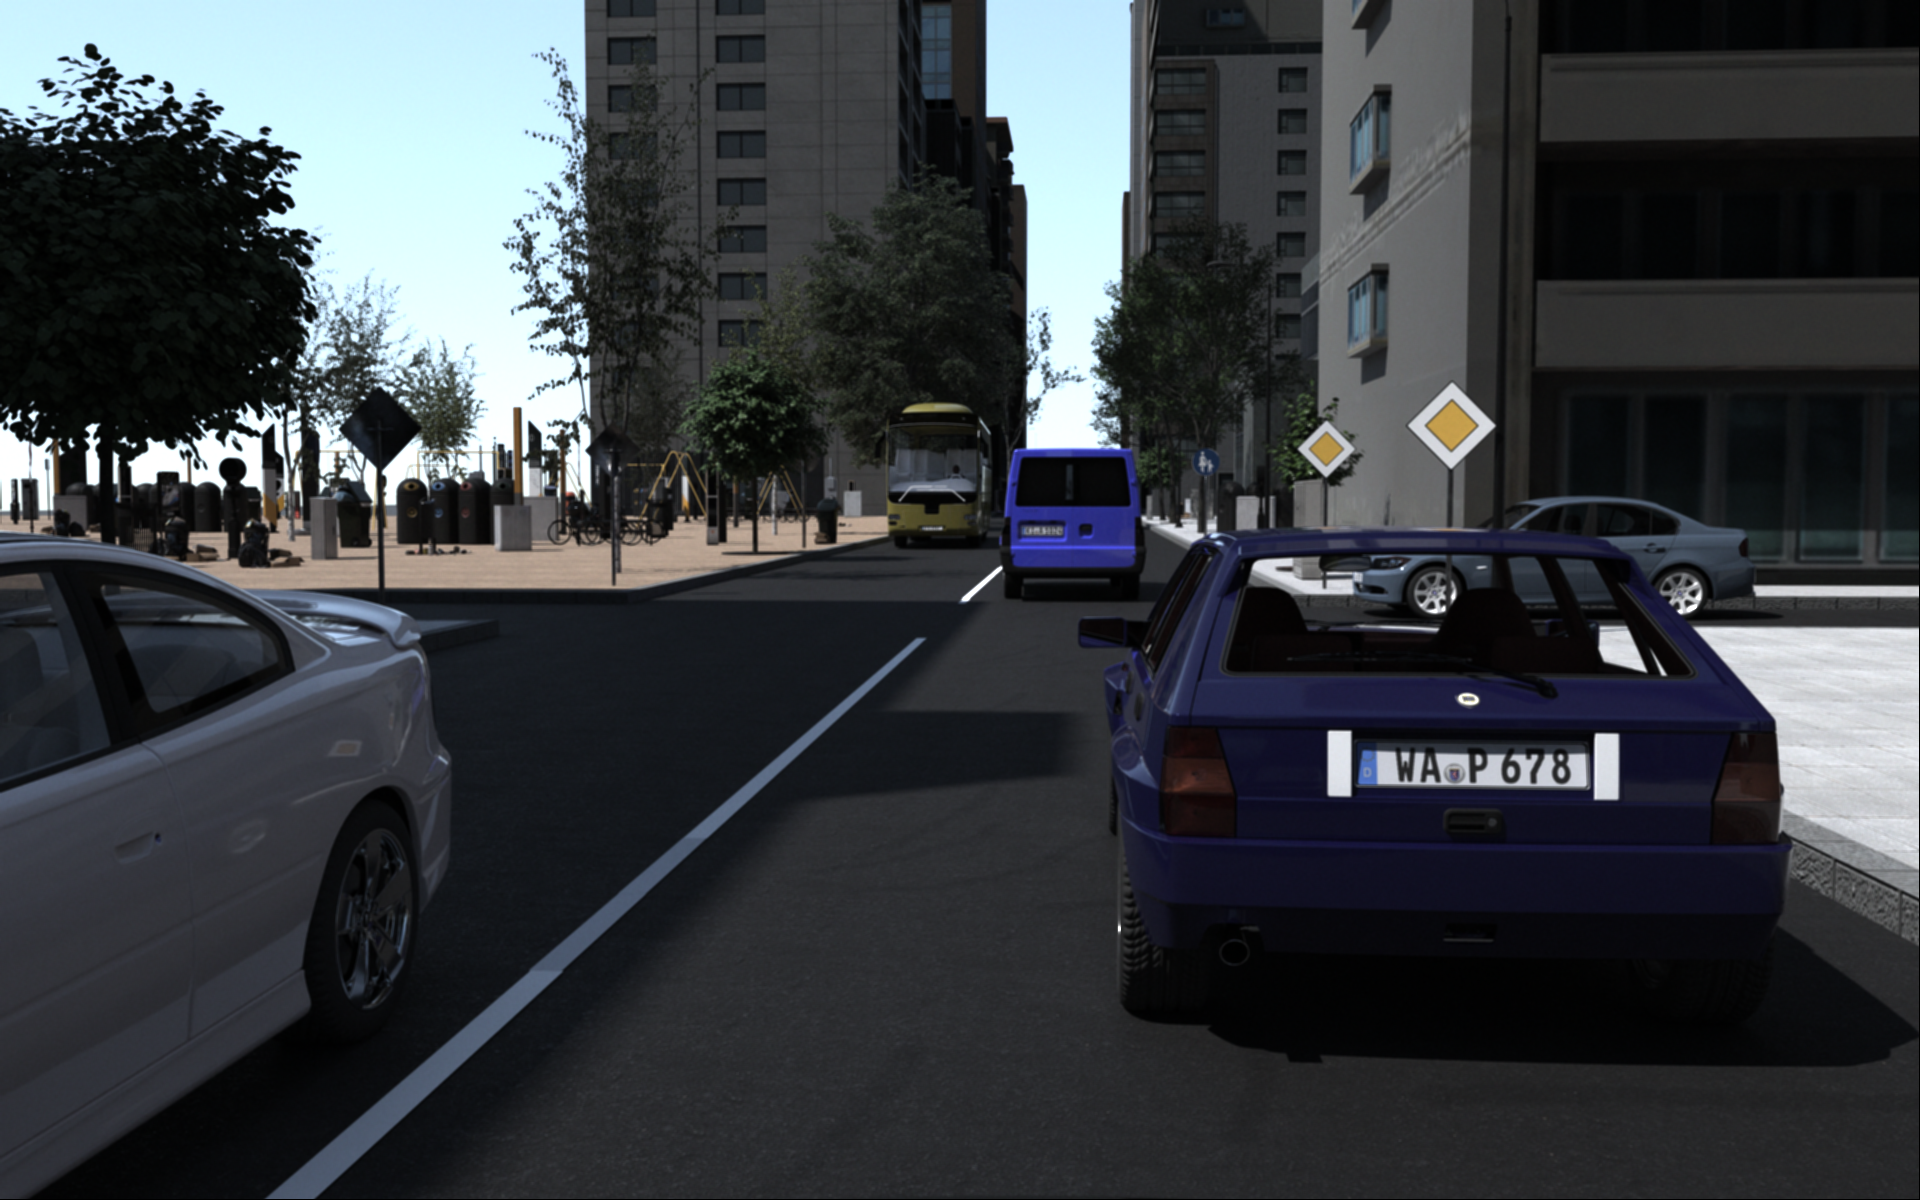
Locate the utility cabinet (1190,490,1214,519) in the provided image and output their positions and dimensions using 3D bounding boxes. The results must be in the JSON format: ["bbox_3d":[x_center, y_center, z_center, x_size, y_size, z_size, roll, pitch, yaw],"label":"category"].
[{"bbox_3d":[12.345,-4.866,88.236,1.173,1.500,0.318,2,4,24],"label":"utility cabinet"}]

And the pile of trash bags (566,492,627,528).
[{"bbox_3d":[-14.413,-3.508,67.112,1.912,1.369,3.447,-3,5,-44],"label":"pile of trash bags"}]

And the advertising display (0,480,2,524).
[{"bbox_3d":[-42.045,-4.281,75.205,0.974,1.923,0.123,1,4,19],"label":"advertising display"}]

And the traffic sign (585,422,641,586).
[{"bbox_3d":[-4.831,-1.253,24.127,0.795,2.450,0.064,0,4,4],"label":"traffic sign"}]

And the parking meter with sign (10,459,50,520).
[{"bbox_3d":[-45.808,-5.446,85.298,1.738,3.016,0.543,-1,4,-14],"label":"parking meter with sign"}]

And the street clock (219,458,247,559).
[{"bbox_3d":[-14.467,-1.831,34.502,0.471,2.002,0.358,1,4,12],"label":"street clock"}]

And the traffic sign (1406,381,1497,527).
[{"bbox_3d":[4.362,-0.722,15.440,0.795,2.450,0.064,0,4,4],"label":"traffic sign"}]

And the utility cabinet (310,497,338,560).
[{"bbox_3d":[-12.578,-1.414,34.278,0.306,1.237,1.020,0,4,-7],"label":"utility cabinet"}]

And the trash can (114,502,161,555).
[{"bbox_3d":[-14.278,-1.127,30.080,0.748,1.137,0.748,0,3,0],"label":"trash can"}]

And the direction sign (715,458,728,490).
[{"bbox_3d":[-13.179,-6.319,95.319,0.876,3.537,0.379,0,4,5],"label":"direction sign"}]

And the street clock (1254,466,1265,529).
[{"bbox_3d":[7.670,-2.419,44.117,0.358,2.002,0.471,0,4,8],"label":"street clock"}]

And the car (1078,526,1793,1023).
[{"bbox_3d":[1.386,0.397,6.083,1.945,1.354,3.894,0,4,4],"label":"car"}]

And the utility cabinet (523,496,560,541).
[{"bbox_3d":[-11.480,-2.210,47.298,1.020,1.237,0.306,0,4,1],"label":"utility cabinet"}]

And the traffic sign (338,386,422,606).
[{"bbox_3d":[-5.405,-0.766,16.162,0.795,2.450,0.064,0,4,4],"label":"traffic sign"}]

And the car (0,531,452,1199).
[{"bbox_3d":[-2.566,0.553,3.313,2.083,1.381,4.827,0,4,5],"label":"car"}]

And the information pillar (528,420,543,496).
[{"bbox_3d":[-13.464,-3.885,54.880,0.504,3.616,0.183,2,4,25],"label":"information pillar"}]

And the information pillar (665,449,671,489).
[{"bbox_3d":[-14.341,-5.733,85.081,0.183,3.616,0.504,1,4,12],"label":"information pillar"}]

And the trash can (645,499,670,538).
[{"bbox_3d":[-8.833,-2.384,50.633,0.748,1.137,0.748,0,3,0],"label":"trash can"}]

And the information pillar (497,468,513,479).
[{"bbox_3d":[-12.946,-2.742,49.321,0.304,2.012,0.304,2,4,31],"label":"information pillar"}]

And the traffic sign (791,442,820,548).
[{"bbox_3d":[-3.711,-2.511,41.159,0.768,2.556,0.104,1,4,10],"label":"traffic sign"}]

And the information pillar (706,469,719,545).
[{"bbox_3d":[-6.236,-2.391,43.585,0.304,2.012,0.304,-1,4,-11],"label":"information pillar"}]

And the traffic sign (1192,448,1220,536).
[{"bbox_3d":[6.819,-2.933,48.057,0.768,2.556,0.104,1,4,11],"label":"traffic sign"}]

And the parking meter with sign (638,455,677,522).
[{"bbox_3d":[-13.654,-5.014,78.233,1.738,3.016,0.543,-1,4,-10],"label":"parking meter with sign"}]

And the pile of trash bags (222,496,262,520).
[{"bbox_3d":[-36.563,-4.676,86.198,3.447,1.369,1.912,-2,4,-29],"label":"pile of trash bags"}]

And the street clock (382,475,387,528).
[{"bbox_3d":[-21.873,-3.730,65.561,0.358,2.002,0.471,0,3,0],"label":"street clock"}]

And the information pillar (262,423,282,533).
[{"bbox_3d":[-22.692,-4.011,56.932,0.183,3.616,0.504,2,4,29],"label":"information pillar"}]

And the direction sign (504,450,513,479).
[{"bbox_3d":[-23.344,-5.948,89.241,0.876,3.537,0.379,2,4,33],"label":"direction sign"}]

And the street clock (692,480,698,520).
[{"bbox_3d":[-13.306,-5.043,87.028,0.358,2.002,0.471,-1,4,-13],"label":"street clock"}]

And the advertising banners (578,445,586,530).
[{"bbox_3d":[-12.929,-3.848,59.100,0.090,3.025,2.074,0,4,-7],"label":"advertising banners"}]

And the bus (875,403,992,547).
[{"bbox_3d":[-0.477,-3.595,50.329,2.896,3.916,12.252,0,4,2],"label":"bus"}]

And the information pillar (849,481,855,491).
[{"bbox_3d":[-6.027,-5.634,96.609,0.304,2.012,0.304,1,4,13],"label":"information pillar"}]

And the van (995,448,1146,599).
[{"bbox_3d":[1.601,-1.284,25.381,2.240,2.365,5.245,0,4,2],"label":"van"}]

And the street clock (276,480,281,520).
[{"bbox_3d":[-34.474,-5.061,87.310,0.471,2.002,0.358,-2,4,-35],"label":"street clock"}]

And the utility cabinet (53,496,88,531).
[{"bbox_3d":[-30.671,-2.970,59.715,1.020,1.237,0.306,-1,4,-23],"label":"utility cabinet"}]

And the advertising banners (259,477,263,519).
[{"bbox_3d":[-33.707,-5.306,82.935,0.090,3.025,2.074,1,4,23],"label":"advertising banners"}]

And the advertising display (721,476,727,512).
[{"bbox_3d":[-8.637,-3.551,63.277,0.123,1.923,0.974,0,4,-3],"label":"advertising display"}]

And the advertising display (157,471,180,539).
[{"bbox_3d":[-22.580,-2.705,49.435,0.123,1.923,0.974,0,4,5],"label":"advertising display"}]

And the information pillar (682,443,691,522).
[{"bbox_3d":[-12.495,-5.358,78.959,0.183,3.616,0.504,-3,5,-42],"label":"information pillar"}]

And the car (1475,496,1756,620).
[{"bbox_3d":[6.938,-0.518,20.466,4.499,1.417,2.014,0,4,2],"label":"car"}]

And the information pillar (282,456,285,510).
[{"bbox_3d":[-35.904,-6.115,91.340,0.504,3.616,0.183,0,4,-4],"label":"information pillar"}]

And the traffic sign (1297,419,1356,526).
[{"bbox_3d":[4.937,-1.209,23.404,0.795,2.450,0.064,0,4,4],"label":"traffic sign"}]

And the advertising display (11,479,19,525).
[{"bbox_3d":[-39.927,-4.157,73.178,0.123,1.923,0.974,-3,4,-36],"label":"advertising display"}]

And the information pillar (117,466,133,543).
[{"bbox_3d":[-21.704,-2.480,45.033,0.304,2.012,0.304,-2,4,-35],"label":"information pillar"}]

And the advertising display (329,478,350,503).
[{"bbox_3d":[-24.484,-3.865,68.413,0.974,1.923,0.123,2,4,25],"label":"advertising display"}]

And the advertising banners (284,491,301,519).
[{"bbox_3d":[-34.324,-5.714,89.611,2.074,3.025,0.090,3,4,36],"label":"advertising banners"}]

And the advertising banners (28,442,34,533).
[{"bbox_3d":[-21.514,-2.685,40.094,0.090,3.025,2.074,-2,4,-28],"label":"advertising banners"}]
